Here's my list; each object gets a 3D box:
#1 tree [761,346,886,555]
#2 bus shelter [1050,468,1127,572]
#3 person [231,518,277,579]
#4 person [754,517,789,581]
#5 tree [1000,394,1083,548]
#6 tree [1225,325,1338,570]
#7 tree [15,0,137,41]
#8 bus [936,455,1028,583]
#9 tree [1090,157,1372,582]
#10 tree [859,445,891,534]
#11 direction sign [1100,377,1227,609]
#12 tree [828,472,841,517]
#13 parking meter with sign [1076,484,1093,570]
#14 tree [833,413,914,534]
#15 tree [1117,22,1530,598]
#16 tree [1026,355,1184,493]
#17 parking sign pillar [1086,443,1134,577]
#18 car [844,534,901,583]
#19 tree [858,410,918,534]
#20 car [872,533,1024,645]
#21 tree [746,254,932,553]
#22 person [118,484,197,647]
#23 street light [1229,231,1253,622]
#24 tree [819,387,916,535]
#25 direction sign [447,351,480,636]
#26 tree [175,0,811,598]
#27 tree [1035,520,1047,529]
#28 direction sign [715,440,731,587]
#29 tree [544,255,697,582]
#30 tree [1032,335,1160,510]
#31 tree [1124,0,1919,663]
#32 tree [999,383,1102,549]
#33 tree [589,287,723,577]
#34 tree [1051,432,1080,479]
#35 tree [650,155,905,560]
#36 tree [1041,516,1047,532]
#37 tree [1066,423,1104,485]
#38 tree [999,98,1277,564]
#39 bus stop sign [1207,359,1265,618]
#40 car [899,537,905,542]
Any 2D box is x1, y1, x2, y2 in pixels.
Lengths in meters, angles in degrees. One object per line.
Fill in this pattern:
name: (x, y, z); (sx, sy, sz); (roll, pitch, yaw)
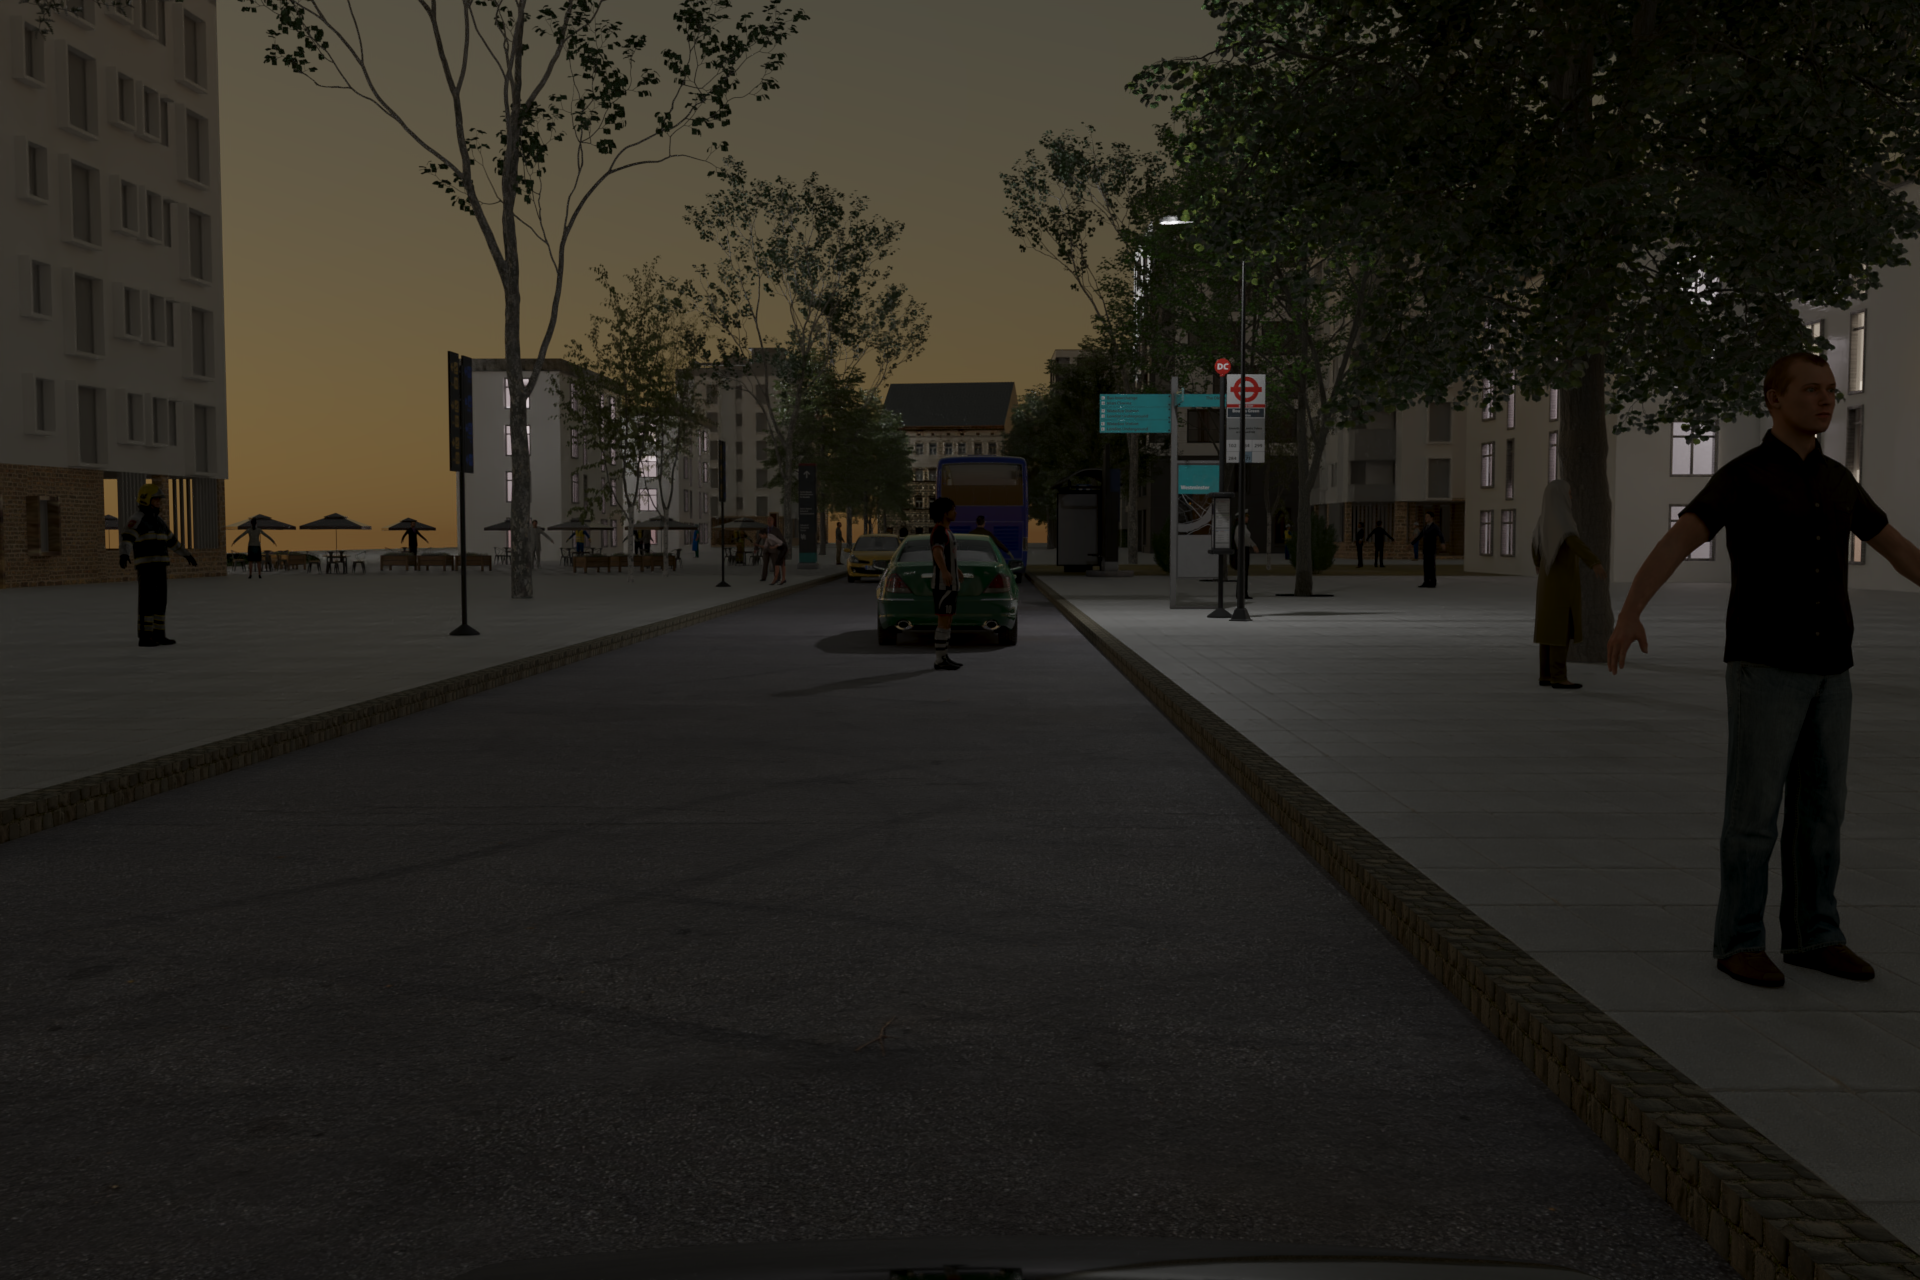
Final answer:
tree: (-8.400, -11.454, 105.396); (7.486, 12.596, 7.792); (0, 3, 0)
bus shelter: (4.055, -3.782, 55.752); (2.014, 3.302, 5.546); (0, 4, -1)
person: (-20.360, -2.638, 49.962); (1.217, 1.735, 0.721); (-2, 4, -25)
person: (-5.140, -2.475, 47.067); (0.990, 1.755, 0.434); (1, 4, 12)
tree: (8.515, -15.299, 156.800); (9.857, 13.997, 8.962); (0, 3, 0)
tree: (10.826, -6.815, 61.792); (4.360, 8.622, 3.978); (0, 3, 0)
tree: (-8.913, -6.021, 8.813); (12.009, 13.543, 11.850); (0, 3, 0)
bus: (0.660, -3.773, 53.242); (2.896, 3.916, 12.251); (0, 4, 1)
tree: (7.204, -7.374, 46.320); (9.928, 11.665, 9.643); (0, 3, 0)
tree: (-7.029, -11.679, 141.319); (4.360, 8.622, 3.978); (0, 3, 0)
direction sign: (3.632, -2.458, 28.947); (2.525, 3.948, 1.411); (0, 4, 1)
tree: (-20.661, -20.822, 250.806); (12.009, 13.543, 11.850); (0, 3, 0)
parking meter with sign: (4.358, -3.894, 59.929); (0.543, 3.016, 1.738); (0, 4, -1)
tree: (-7.809, -13.580, 147.793); (9.928, 11.665, 9.643); (0, 3, 0)
tree: (7.235, -6.700, 35.302); (9.928, 11.665, 9.643); (0, 3, 0)
tree: (7.495, -9.496, 89.668); (8.767, 10.594, 7.601); (0, 4, 8)
parking sign pillar: (4.522, -3.893, 52.121); (1.447, 3.967, 1.447); (0, 4, 0)
car: (-2.458, -2.569, 52.228); (2.015, 1.641, 3.980); (0, 4, 1)
tree: (-7.205, -14.676, 158.071); (7.486, 12.596, 7.792); (0, 3, 0)
car: (-0.166, -0.730, 23.738); (2.131, 1.459, 4.920); (0, 4, 0)
tree: (-9.117, -16.091, 118.973); (12.611, 20.169, 13.585); (0, 3, 0)
person: (-9.231, -0.860, 19.830); (0.704, 1.858, 1.351); (1, 4, 9)
street light: (4.685, -3.231, 25.372); (1.470, 5.913, 1.316); (0, 4, 1)
tree: (-7.236, -13.189, 133.759); (7.486, 12.596, 7.792); (0, 3, 0)
direction sign: (-6.297, -1.830, 21.914); (0.379, 3.537, 0.876); (0, 4, 2)
tree: (-9.292, -10.811, 32.646); (12.611, 20.169, 13.585); (0, 3, 0)
tree: (13.946, -20.382, 251.364); (7.486, 12.596, 7.792); (0, 3, 0)
direction sign: (-5.765, -3.062, 42.054); (0.379, 3.537, 0.876); (0, 4, 1)
tree: (-8.872, -5.857, 46.133); (4.737, 8.622, 4.395); (0, 3, 0)
tree: (7.673, -11.047, 98.740); (7.486, 12.596, 7.792); (0, 3, 0)
tree: (6.291, -6.751, 17.041); (9.857, 13.997, 8.962); (0, 3, 0)
tree: (7.621, -14.592, 145.229); (9.857, 13.997, 8.962); (0, 3, 0)
tree: (-8.743, -6.186, 51.498); (4.360, 8.622, 3.978); (0, 3, 0)
tree: (7.569, -10.567, 123.128); (4.360, 8.622, 3.978); (0, 3, 0)
tree: (-9.225, -14.132, 86.955); (12.611, 20.169, 13.585); (0, 3, 0)
tree: (12.508, -17.954, 243.911); (4.737, 8.622, 4.395); (0, 3, 0)
tree: (7.853, -9.847, 111.363); (4.360, 8.622, 3.978); (0, 3, 0)
tree: (8.887, -13.308, 73.471); (12.611, 20.169, 13.585); (0, 3, 0)
bus stop sign: (4.216, -2.309, 26.450); (0.855, 3.939, 0.416); (0, 4, 1)
car: (-1.906, -2.901, 60.007); (1.945, 1.354, 3.894); (0, 4, 0)
